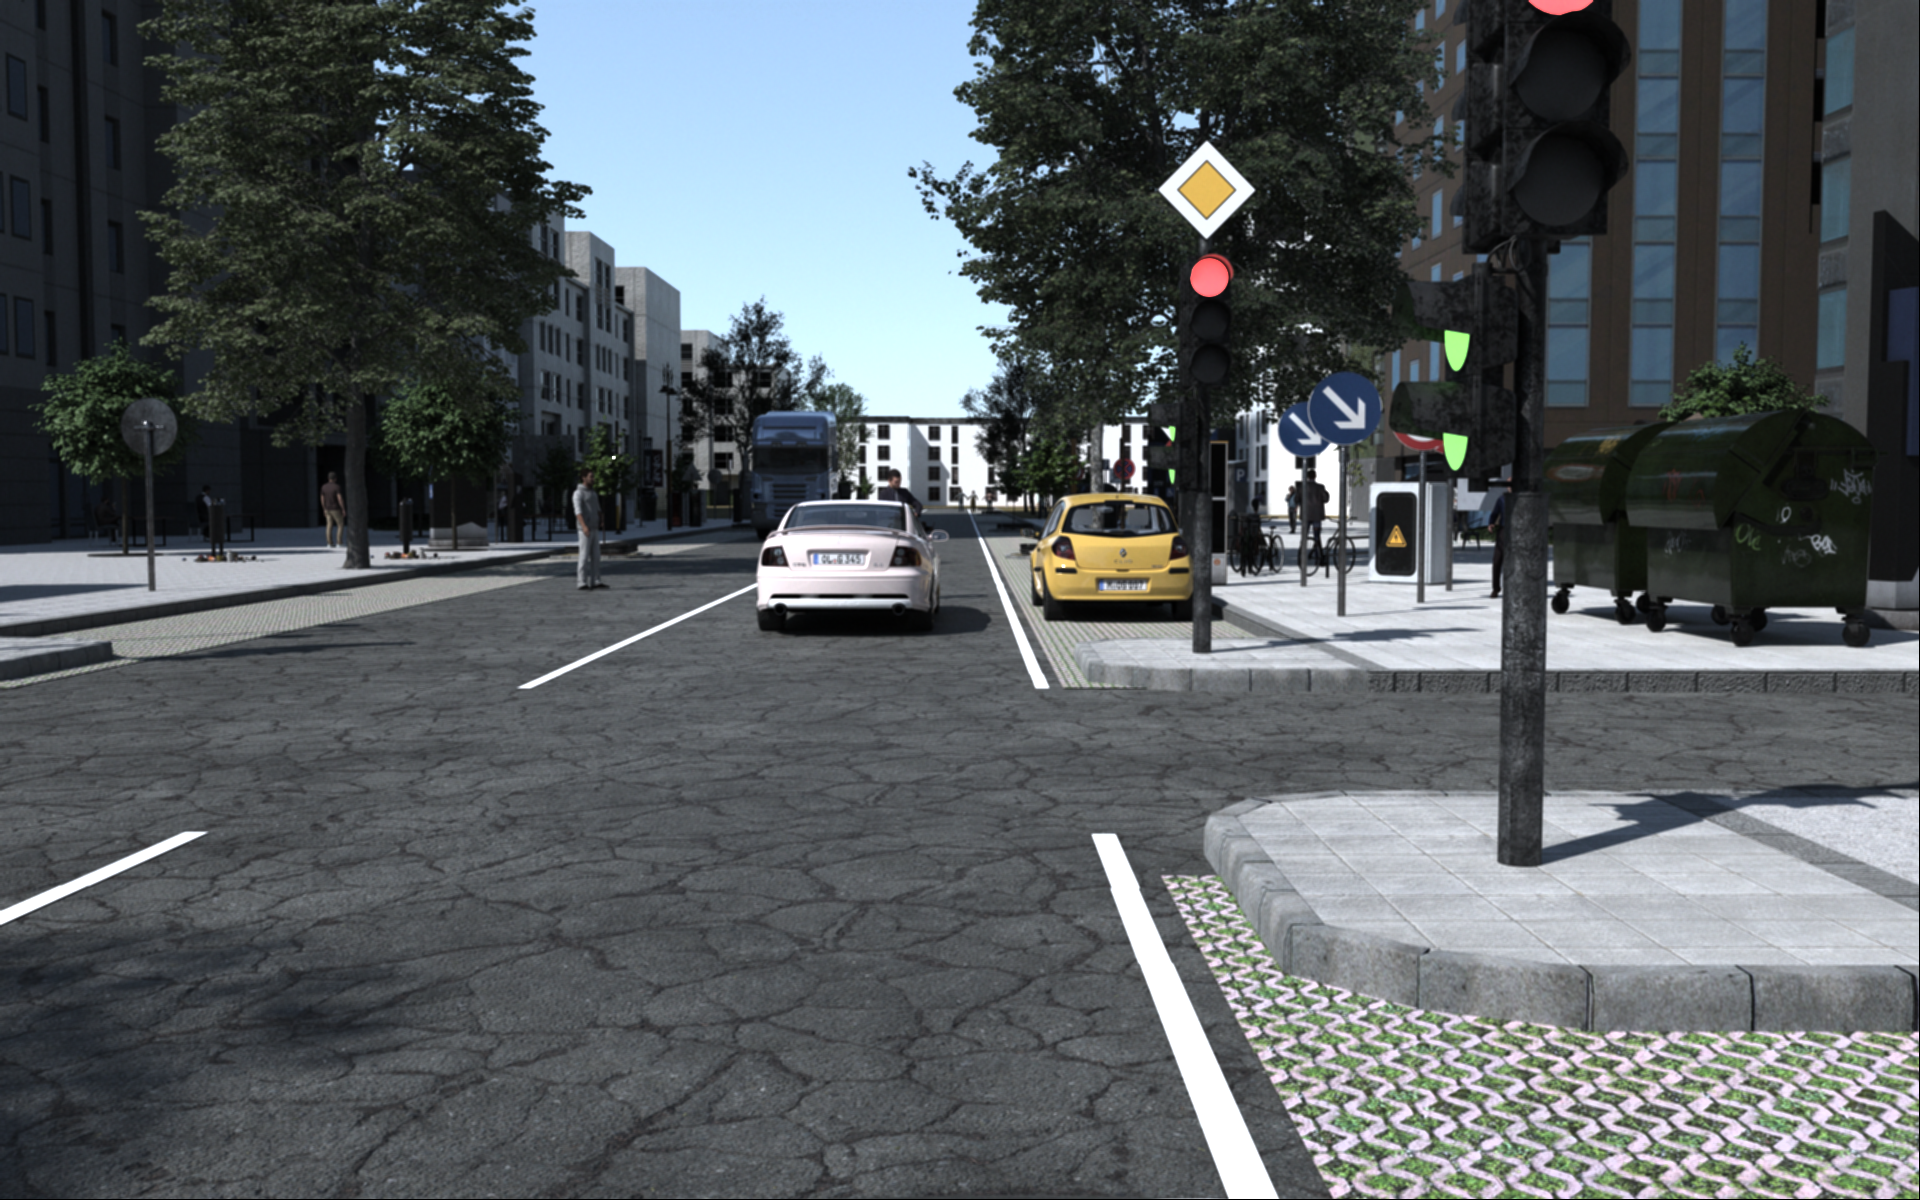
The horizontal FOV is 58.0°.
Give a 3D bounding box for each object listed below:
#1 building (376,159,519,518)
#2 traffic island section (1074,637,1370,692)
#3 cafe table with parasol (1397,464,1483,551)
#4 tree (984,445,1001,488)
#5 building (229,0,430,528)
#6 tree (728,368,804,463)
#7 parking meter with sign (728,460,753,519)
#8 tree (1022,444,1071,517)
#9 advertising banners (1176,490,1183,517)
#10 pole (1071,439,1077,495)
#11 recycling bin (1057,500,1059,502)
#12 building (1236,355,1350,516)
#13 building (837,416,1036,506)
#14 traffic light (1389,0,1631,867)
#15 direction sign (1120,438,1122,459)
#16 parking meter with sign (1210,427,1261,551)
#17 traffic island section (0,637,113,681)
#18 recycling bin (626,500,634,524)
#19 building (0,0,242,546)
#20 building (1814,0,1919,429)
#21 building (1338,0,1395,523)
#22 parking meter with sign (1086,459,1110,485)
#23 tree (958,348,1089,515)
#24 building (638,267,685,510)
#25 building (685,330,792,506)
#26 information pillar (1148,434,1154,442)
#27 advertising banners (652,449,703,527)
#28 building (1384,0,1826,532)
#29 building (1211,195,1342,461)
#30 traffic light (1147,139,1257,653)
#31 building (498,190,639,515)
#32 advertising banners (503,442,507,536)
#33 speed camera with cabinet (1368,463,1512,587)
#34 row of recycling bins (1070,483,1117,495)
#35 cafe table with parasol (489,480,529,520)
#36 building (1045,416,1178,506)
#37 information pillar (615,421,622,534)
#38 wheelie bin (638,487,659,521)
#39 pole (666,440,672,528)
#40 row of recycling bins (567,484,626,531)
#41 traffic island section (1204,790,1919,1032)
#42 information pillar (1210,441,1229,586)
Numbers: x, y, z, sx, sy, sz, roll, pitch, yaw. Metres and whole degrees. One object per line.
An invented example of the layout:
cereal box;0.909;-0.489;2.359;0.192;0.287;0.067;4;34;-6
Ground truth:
building;-33.044;-14.612;95.328;16.016;20.091;11.380;0;3;0
traffic island section;1.978;0.506;14.012;2.009;0.180;2.903;0;3;0
cafe table with parasol;10.991;-2.129;39.673;2.610;1.966;2.610;-1;4;-19
tree;4.166;-12.885;161.037;4.360;8.622;3.978;0;3;0
building;-34.680;-38.846;73.384;20.563;71.187;20.611;0;3;0
tree;-10.923;-8.984;97.246;4.737;8.622;4.395;0;3;0
parking meter with sign;-10.804;-5.579;87.478;1.738;3.016;0.543;0;4;4
tree;4.695;-6.840;95.546;4.285;4.588;4.351;0;3;0
advertising banners;8.557;-4.344;67.208;0.090;3.025;2.074;3;5;41
pole;4.183;-4.276;63.763;0.158;3.312;0.155;0;3;0
recycling bin;4.630;-3.767;74.147;0.722;1.027;0.722;-2;4;-26
building;23.274;-9.943;104.722;9.099;9.664;28.070;0;3;0
building;-5.535;-15.212;190.867;28.070;9.664;9.099;0;3;0
traffic light;1.928;-1.039;5.913;0.839;4.253;0.868;0;3;0
direction sign;6.513;-4.754;69.728;0.379;3.537;0.876;0;4;-4
parking meter with sign;6.132;-2.631;39.282;0.543;3.016;1.738;-2;4;-31
traffic island section;-8.303;0.505;14.029;2.009;0.180;2.903;0;3;0
recycling bin;-14.611;-3.838;75.298;0.722;1.027;0.722;-2;4;-31
building;-34.190;-30.546;41.419;21.231;58.520;28.212;0;3;0
building;36.614;-25.546;37.284;30.456;49.044;23.786;0;3;0
building;25.236;-24.340;81.552;14.154;41.232;14.086;0;3;0
parking meter with sign;6.651;-5.560;87.161;1.738;3.016;0.543;3;5;40
tree;4.353;-10.553;106.957;8.767;10.594;7.601;-2;4;-35
building;-40.130;-16.929;143.245;31.486;18.905;16.747;0;3;0
building;-35.484;-20.085;194.840;31.486;18.905;16.747;0;3;0
information pillar;7.514;-4.668;67.673;0.504;3.616;0.183;-3;5;-40
advertising banners;-11.088;-4.373;67.694;2.074;3.025;0.090;0;3;0
building;23.434;-25.029;59.328;14.600;45.320;14.200;0;3;0
building;31.664;-17.804;135.063;27.936;21.610;32.646;0;3;0
traffic light;1.938;-1.528;13.898;0.839;4.253;0.868;0;3;0
building;-33.223;-15.309;116.758;16.747;18.905;31.486;0;3;0
advertising banners;-13.985;-3.506;53.505;0.090;3.025;2.074;-1;4;-8
speed camera with cabinet;6.781;-1.833;24.312;2.038;3.252;0.660;3;5;44
row of recycling bins;5.130;-3.621;66.319;1.069;1.692;3.534;-1;4;-15
cafe table with parasol;-21.843;-4.826;83.772;2.610;1.966;2.610;2;4;27
building;23.056;-15.263;191.704;28.070;9.664;9.099;0;3;0
information pillar;-10.944;-3.921;55.456;0.183;3.616;0.504;0;4;-3
wheelie bin;-14.861;-4.583;82.842;0.980;1.594;0.693;-2;4;-31
pole;-11.038;-4.398;65.757;0.158;3.312;0.155;0;3;0
row of recycling bins;-12.957;-3.331;61.576;1.069;1.692;3.534;-3;4;-37
traffic island section;1.969;0.994;6.027;2.009;0.180;2.903;0;3;0
information pillar;3.538;-1.204;24.177;0.304;2.012;0.304;-1;4;-15
